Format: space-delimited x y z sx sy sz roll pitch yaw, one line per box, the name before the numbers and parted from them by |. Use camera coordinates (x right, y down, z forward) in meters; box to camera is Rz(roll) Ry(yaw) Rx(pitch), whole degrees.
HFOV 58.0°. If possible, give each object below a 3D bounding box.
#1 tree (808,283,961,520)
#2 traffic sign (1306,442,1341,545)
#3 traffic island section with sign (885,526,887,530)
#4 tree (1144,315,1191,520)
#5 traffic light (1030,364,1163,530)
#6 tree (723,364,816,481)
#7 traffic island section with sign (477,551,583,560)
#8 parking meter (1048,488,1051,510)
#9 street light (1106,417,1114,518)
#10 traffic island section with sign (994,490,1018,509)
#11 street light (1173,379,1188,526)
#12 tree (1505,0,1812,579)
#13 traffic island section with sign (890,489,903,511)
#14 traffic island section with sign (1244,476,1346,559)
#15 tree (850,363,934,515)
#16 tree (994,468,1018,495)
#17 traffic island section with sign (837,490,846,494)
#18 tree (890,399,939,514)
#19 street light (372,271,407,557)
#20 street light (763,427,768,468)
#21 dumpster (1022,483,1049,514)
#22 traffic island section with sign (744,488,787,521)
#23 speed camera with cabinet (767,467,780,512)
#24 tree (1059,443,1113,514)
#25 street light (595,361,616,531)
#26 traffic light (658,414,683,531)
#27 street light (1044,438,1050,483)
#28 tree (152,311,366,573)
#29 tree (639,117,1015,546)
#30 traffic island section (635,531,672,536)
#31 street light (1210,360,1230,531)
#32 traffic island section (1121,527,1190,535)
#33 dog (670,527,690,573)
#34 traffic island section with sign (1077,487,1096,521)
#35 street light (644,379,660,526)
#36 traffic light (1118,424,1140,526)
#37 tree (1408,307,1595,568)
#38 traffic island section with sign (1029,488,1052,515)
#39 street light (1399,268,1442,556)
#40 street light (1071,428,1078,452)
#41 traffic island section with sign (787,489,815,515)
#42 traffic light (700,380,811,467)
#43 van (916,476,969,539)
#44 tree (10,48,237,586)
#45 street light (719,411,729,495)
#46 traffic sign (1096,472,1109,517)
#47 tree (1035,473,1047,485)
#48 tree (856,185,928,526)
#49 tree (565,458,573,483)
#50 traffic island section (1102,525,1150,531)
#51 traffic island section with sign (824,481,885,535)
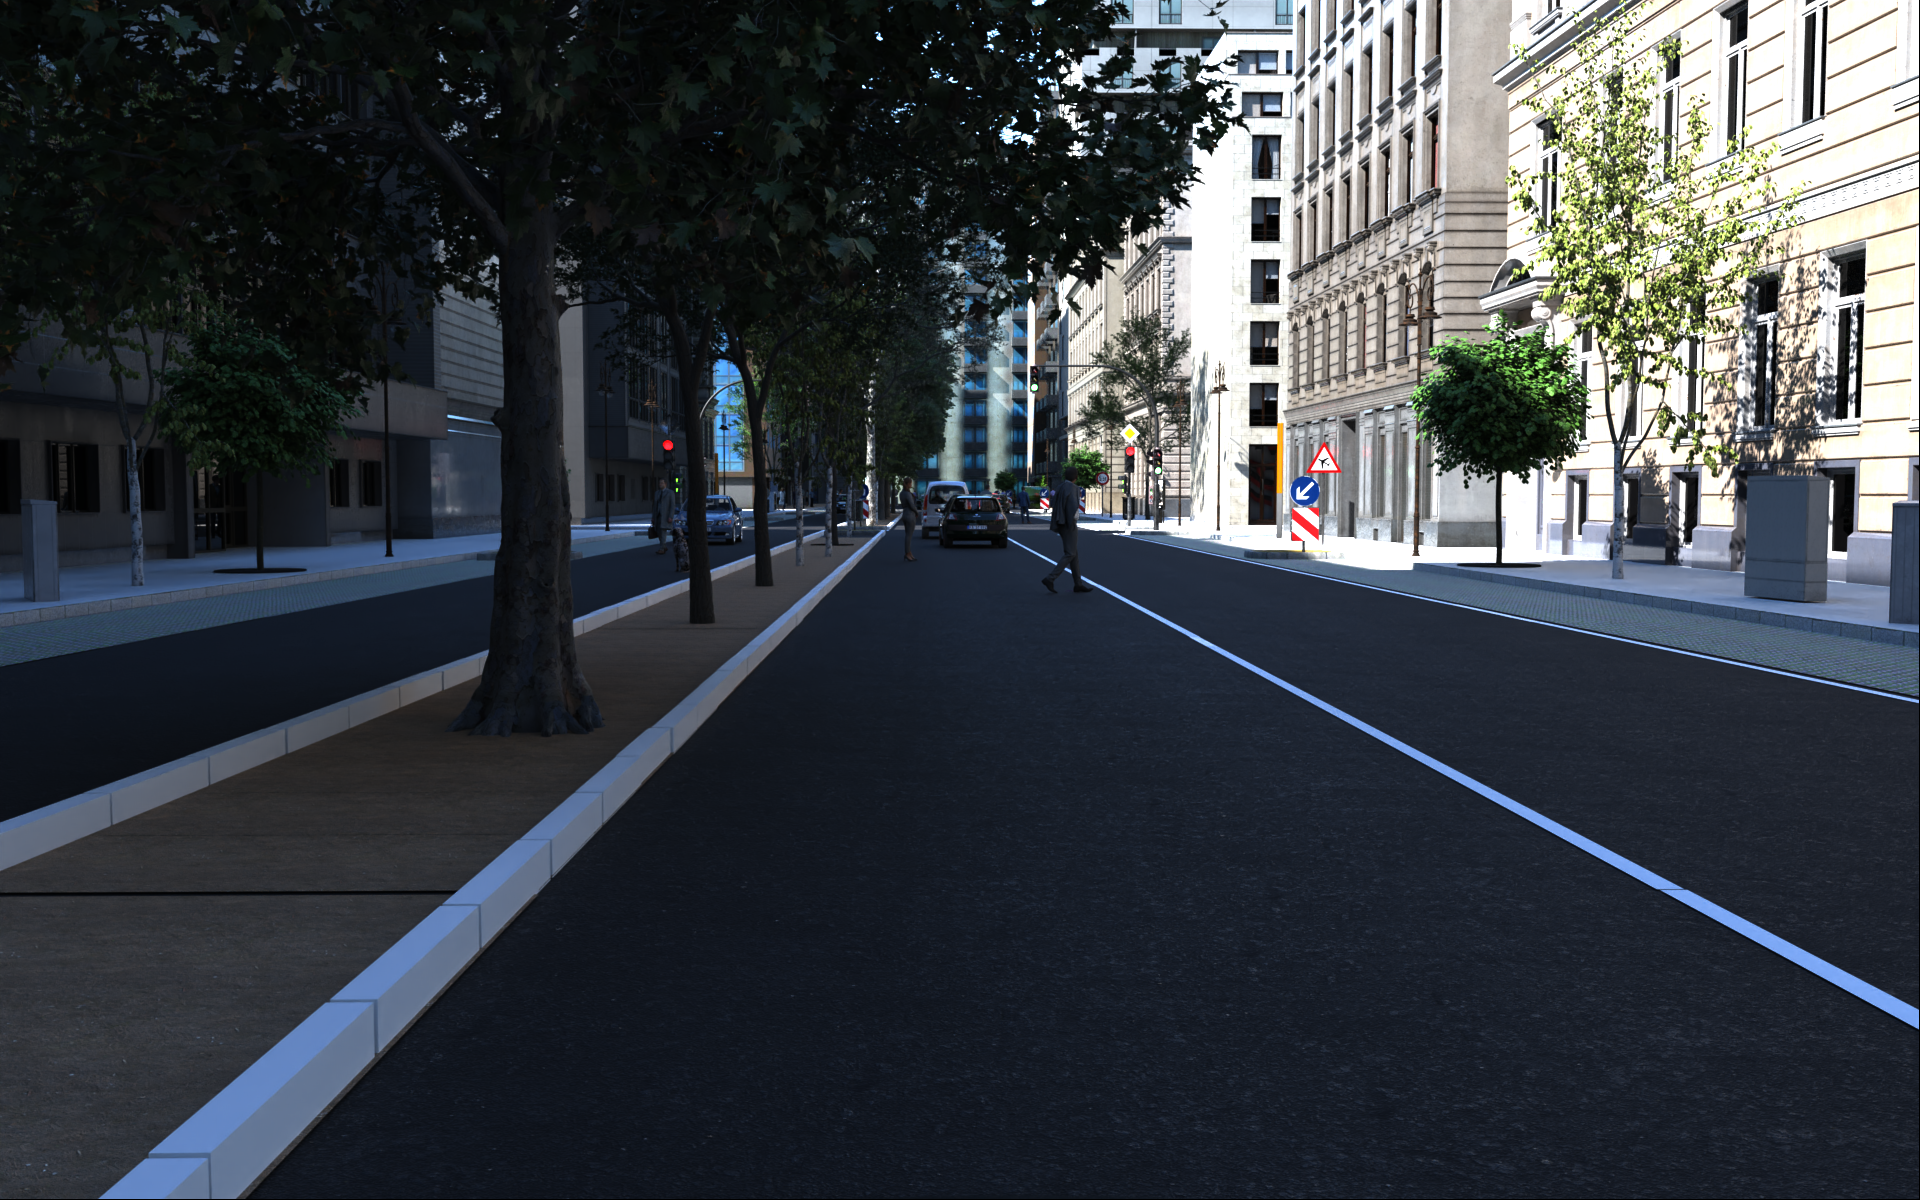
tree | -4.622 -12.010 105.482 9.857 13.997 8.962 0 3 0
traffic sign | 9.123 -2.660 43.488 0.884 2.594 0.081 0 4 1
traffic island section with sign | -3.898 -3.698 68.597 2.006 1.907 1.989 0 4 -1
tree | 9.099 -9.293 86.347 7.601 10.594 8.767 -2 4 -27
traffic light | 4.811 -5.273 60.873 4.771 5.953 1.251 0 4 -1
tree | -14.802 -12.889 136.498 9.928 11.665 9.643 0 3 0
traffic island section with sign | -9.398 -1.802 38.087 1.989 1.847 2.006 0 4 -1
parking meter | 7.045 -8.141 138.813 0.399 1.863 0.255 1 4 9
street light | 8.244 -7.439 94.409 0.468 5.910 1.993 0 4 -1
traffic island section with sign | 4.678 -9.945 171.232 1.989 1.847 2.006 0 4 -1
street light | 8.854 -5.925 69.656 0.468 5.910 1.993 0 4 -1
tree | 9.988 -4.613 25.783 4.737 8.622 4.395 0 3 0
traffic island section with sign | -5.458 -8.293 143.720 2.006 1.907 1.989 0 4 -1
traffic island section with sign | 7.419 -1.836 38.650 1.989 1.847 2.006 0 4 -1
tree | -4.962 -11.935 115.725 7.486 12.596 7.792 0 3 0
tree | 5.723 -14.325 217.922 4.285 4.588 4.351 0 3 0
traffic island section with sign | -12.699 -11.557 197.581 1.989 1.847 2.006 0 4 -1
tree | -4.780 -12.094 125.950 9.928 11.665 9.643 0 3 0
street light | -11.696 -3.824 35.312 0.468 5.910 1.993 0 4 -1
street light | -13.423 -8.956 119.219 0.468 5.910 1.993 0 4 -1
dumpster | 5.399 -7.296 124.240 1.985 2.255 1.502 0 4 0
traffic island section with sign | -10.545 -5.186 93.413 1.989 1.847 2.006 0 4 -1
speed camera with cabinet | -13.539 -8.017 125.406 0.660 3.252 2.038 0 4 6
tree | 8.000 -7.755 110.510 4.285 4.588 4.351 0 3 0
street light | -12.208 -5.322 59.799 0.468 5.910 1.993 0 4 -1
traffic light | -10.157 -4.390 60.691 0.839 4.253 0.868 0 4 -1
street light | 7.257 -10.463 143.863 0.468 5.910 1.993 0 4 -1
tree | -11.520 -2.738 28.476 4.285 4.588 4.351 0 3 0
tree | -3.502 -8.232 47.419 12.009 13.543 11.850 0 3 0
traffic island section | -10.197 -2.357 60.825 2.009 0.180 2.903 0 4 -1
street light | 8.981 -5.337 60.054 0.468 5.910 1.993 0 4 -1
traffic island section | 6.941 -2.379 61.173 2.009 0.180 2.903 0 4 -1
dog | -5.120 -0.923 31.921 0.513 0.831 0.800 0 4 -4
traffic island section with sign | 6.274 -5.206 93.750 1.989 1.847 2.006 0 4 -1
street light | -12.373 -5.932 69.774 0.468 5.910 1.993 0 4 -1
traffic light | 6.736 -4.900 69.041 0.839 4.253 0.868 0 4 -1
tree | 9.617 -2.878 30.774 4.285 4.588 4.351 0 3 0
traffic island section with sign | 5.725 -6.855 120.699 1.989 1.847 2.006 0 4 -1
street light | 9.411 -3.840 35.566 0.468 5.910 1.993 0 4 -1
street light | 7.855 -8.963 119.328 0.468 5.910 1.993 0 4 -1
traffic island section with sign | -11.102 -6.856 120.725 1.989 1.847 2.006 0 4 -1
traffic light | -8.232 -5.754 68.753 4.771 5.953 1.251 0 4 -1
van | -0.446 -3.057 56.987 2.013 2.044 4.112 0 4 -1
tree | -11.495 -4.487 23.728 4.737 8.622 4.395 0 3 0
street light | -12.895 -7.458 94.732 0.468 5.910 1.993 0 4 -1
traffic sign | 8.116 -6.027 98.648 0.768 2.556 0.104 0 4 1
tree | 7.595 -9.985 157.862 1.663 3.219 1.824 0 3 0
tree | -4.984 -13.147 73.303 12.611 20.169 13.585 0 3 0
tree | -12.800 -3.554 52.712 1.663 3.219 1.824 0 3 0
traffic island section | 6.776 -2.867 69.156 2.009 0.180 2.903 0 4 -1
traffic island section with sign | -3.755 -3.245 61.191 2.006 1.907 1.989 0 4 -1
